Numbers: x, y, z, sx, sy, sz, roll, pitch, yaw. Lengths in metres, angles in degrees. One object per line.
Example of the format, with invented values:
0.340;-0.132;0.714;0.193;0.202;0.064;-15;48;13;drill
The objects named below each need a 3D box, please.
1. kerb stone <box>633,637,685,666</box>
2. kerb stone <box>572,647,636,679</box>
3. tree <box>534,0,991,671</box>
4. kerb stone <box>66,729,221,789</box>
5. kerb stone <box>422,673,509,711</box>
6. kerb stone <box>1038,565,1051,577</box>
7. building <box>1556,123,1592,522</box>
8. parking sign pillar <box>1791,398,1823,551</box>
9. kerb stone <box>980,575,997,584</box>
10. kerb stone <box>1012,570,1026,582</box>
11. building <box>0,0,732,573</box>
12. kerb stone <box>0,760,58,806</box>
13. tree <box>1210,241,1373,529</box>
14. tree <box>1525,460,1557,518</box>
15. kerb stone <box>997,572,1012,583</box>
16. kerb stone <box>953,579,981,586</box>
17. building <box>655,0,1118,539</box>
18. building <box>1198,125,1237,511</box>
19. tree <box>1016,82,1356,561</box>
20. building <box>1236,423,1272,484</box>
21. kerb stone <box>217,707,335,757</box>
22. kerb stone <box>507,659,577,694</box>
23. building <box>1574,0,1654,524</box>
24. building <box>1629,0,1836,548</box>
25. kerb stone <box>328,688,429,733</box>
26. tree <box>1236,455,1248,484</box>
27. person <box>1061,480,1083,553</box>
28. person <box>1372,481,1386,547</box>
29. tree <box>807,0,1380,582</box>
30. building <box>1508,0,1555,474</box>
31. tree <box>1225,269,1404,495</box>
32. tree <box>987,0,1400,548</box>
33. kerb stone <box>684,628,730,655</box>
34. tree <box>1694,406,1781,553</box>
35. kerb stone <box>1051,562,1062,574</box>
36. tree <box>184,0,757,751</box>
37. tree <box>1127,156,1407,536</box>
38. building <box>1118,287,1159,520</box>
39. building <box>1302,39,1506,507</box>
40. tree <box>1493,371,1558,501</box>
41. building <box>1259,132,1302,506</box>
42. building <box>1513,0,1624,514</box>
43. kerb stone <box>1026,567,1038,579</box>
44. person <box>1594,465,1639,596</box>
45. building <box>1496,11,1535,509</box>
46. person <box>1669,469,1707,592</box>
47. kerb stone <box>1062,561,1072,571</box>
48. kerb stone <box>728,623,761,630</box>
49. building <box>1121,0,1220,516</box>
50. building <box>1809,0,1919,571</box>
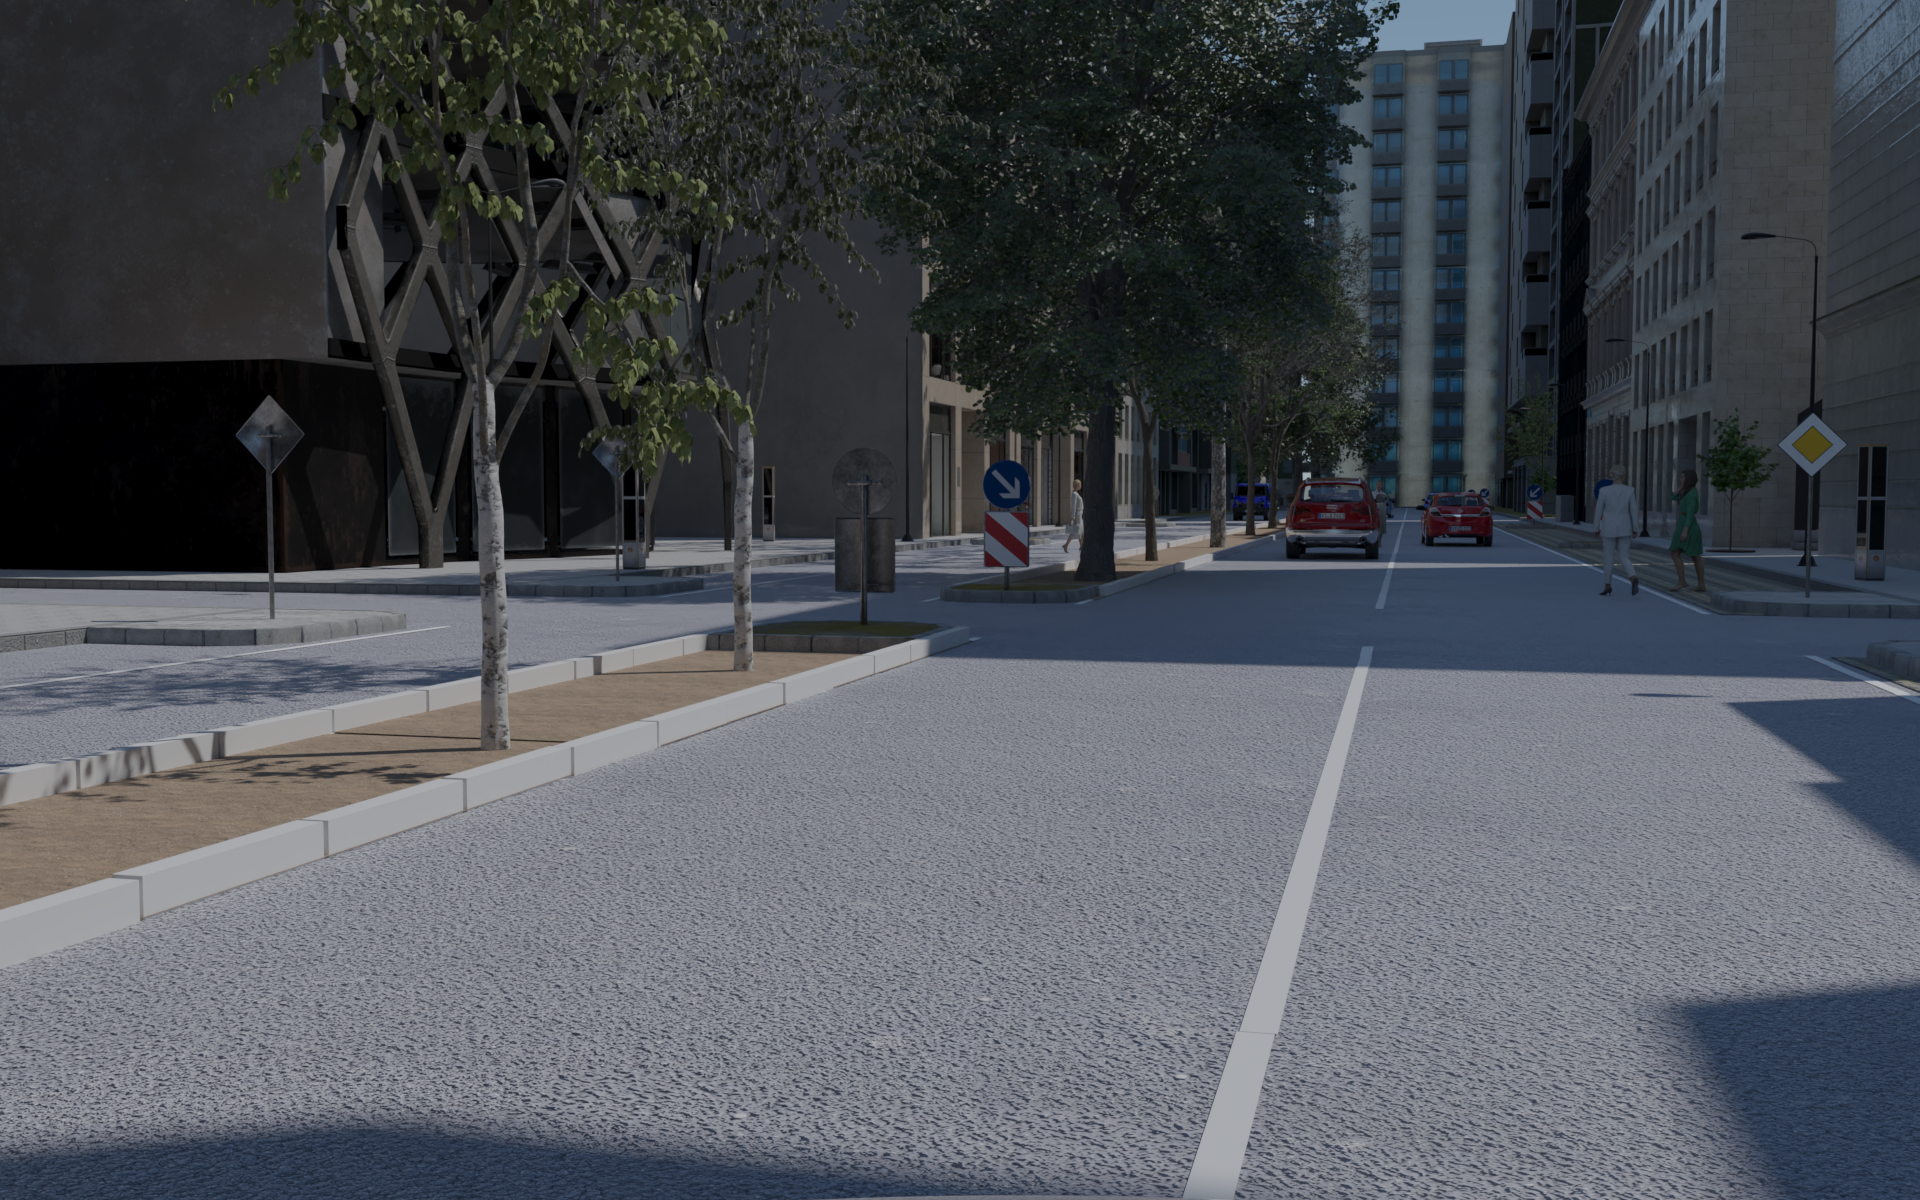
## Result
-2.630;0.452;14.812;0.120;0.150;1.000;1;4;15;kerb stone
-2.883;0.512;13.821;0.120;0.150;1.000;1;4;15;kerb stone
-1.703;-3.739;13.948;4.360;8.622;3.978;0;3;0;tree
-4.179;0.816;8.861;0.120;0.150;1.000;1;4;15;kerb stone
-3.409;0.633;11.843;0.120;0.150;1.000;1;4;15;kerb stone
1.379;-0.489;30.192;0.120;0.150;1.000;1;4;15;kerb stone
36.097;-15.528;83.564;12.332;23.373;15.834;1;4;15;building
19.728;-3.110;39.320;1.447;3.967;1.447;3;4;38;parking sign pillar
0.341;-0.245;26.223;0.120;0.150;1.000;1;4;15;kerb stone
0.861;-0.367;28.204;0.120;0.150;1.000;1;4;15;kerb stone
-13.819;-10.360;36.832;16.820;18.784;16.811;1;4;15;building
-4.439;0.876;7.870;0.120;0.150;1.000;1;4;15;kerb stone
12.911;-8.709;70.597;9.928;11.665;9.643;0;3;0;tree
33.064;-6.321;97.958;1.663;3.219;1.824;0;3;0;tree
0.600;-0.307;27.216;0.120;0.150;1.000;1;4;15;kerb stone
0.083;-0.180;25.233;0.120;0.150;1.000;1;4;15;kerb stone
-6.075;-16.086;67.522;19.350;26.468;34.151;1;4;15;building
13.979;-22.223;135.044;14.160;30.474;14.107;1;4;15;building
4.188;-6.116;36.874;8.767;10.594;7.601;1;4;15;tree
13.878;-19.501;163.880;28.899;21.520;27.650;1;4;15;building
-3.926;0.759;9.851;0.120;0.150;1.000;1;4;15;kerb stone
-3.148;0.575;12.831;0.120;0.150;1.000;1;4;15;kerb stone
30.313;-14.057;65.981;11.583;22.565;21.152;1;4;15;building
25.200;-11.806;47.776;10.420;20.320;16.860;1;4;15;building
-3.673;0.699;10.855;0.120;0.150;1.000;1;4;15;kerb stone
23.200;-9.826;144.373;4.285;4.588;4.351;0;3;0;tree
2.796;-2.032;42.070;0.624;1.780;0.694;1;4;18;person
11.385;-2.353;47.193;0.478;1.798;0.641;1;4;16;person
2.253;-7.282;28.167;9.857;13.997;8.962;0;3;0;tree
57.805;-33.389;135.147;28.713;52.752;27.495;1;4;15;building
16.147;-9.953;82.199;9.611;12.733;9.660;0;3;0;tree
5.907;-11.518;46.660;12.611;20.169;13.585;0;3;0;tree
-2.371;0.391;15.803;0.120;0.150;1.000;1;4;15;kerb stone
16.971;-2.657;38.046;1.663;3.219;1.824;0;3;0;tree
1.640;-0.547;31.180;0.120;0.150;1.000;1;4;15;kerb stone
-2.617;-3.447;9.183;4.737;8.622;4.395;0;3;0;tree
9.964;-8.935;58.921;12.009;13.543;11.850;0;3;0;tree
4.183;-14.483;91.547;10.420;20.320;16.860;1;4;15;building
52.364;-34.637;185.920;30.456;49.044;23.786;1;4;15;building
34.153;-9.351;103.255;4.737;8.622;4.395;0;3;0;tree
29.725;-30.825;187.586;14.086;41.232;14.154;1;4;15;building
47.677;-41.198;111.837;20.563;71.187;20.611;1;4;15;building
1.116;-0.427;29.194;0.120;0.150;1.000;1;4;15;kerb stone
9.200;-0.967;24.194;0.514;1.842;0.818;0;4;-7;person
56.672;-31.031;157.473;14.600;45.320;14.200;1;4;15;building
10.617;-1.007;25.213;0.529;1.795;0.600;1;4;14;person
1.889;-0.611;32.177;0.120;0.150;1.000;1;4;15;kerb stone
-2.116;0.333;16.793;0.120;0.150;1.000;1;4;15;kerb stone
5.321;-28.139;114.695;22.147;44.769;28.867;1;4;15;building
36.572;-15.024;22.051;44.131;29.872;17.030;1;4;15;building
